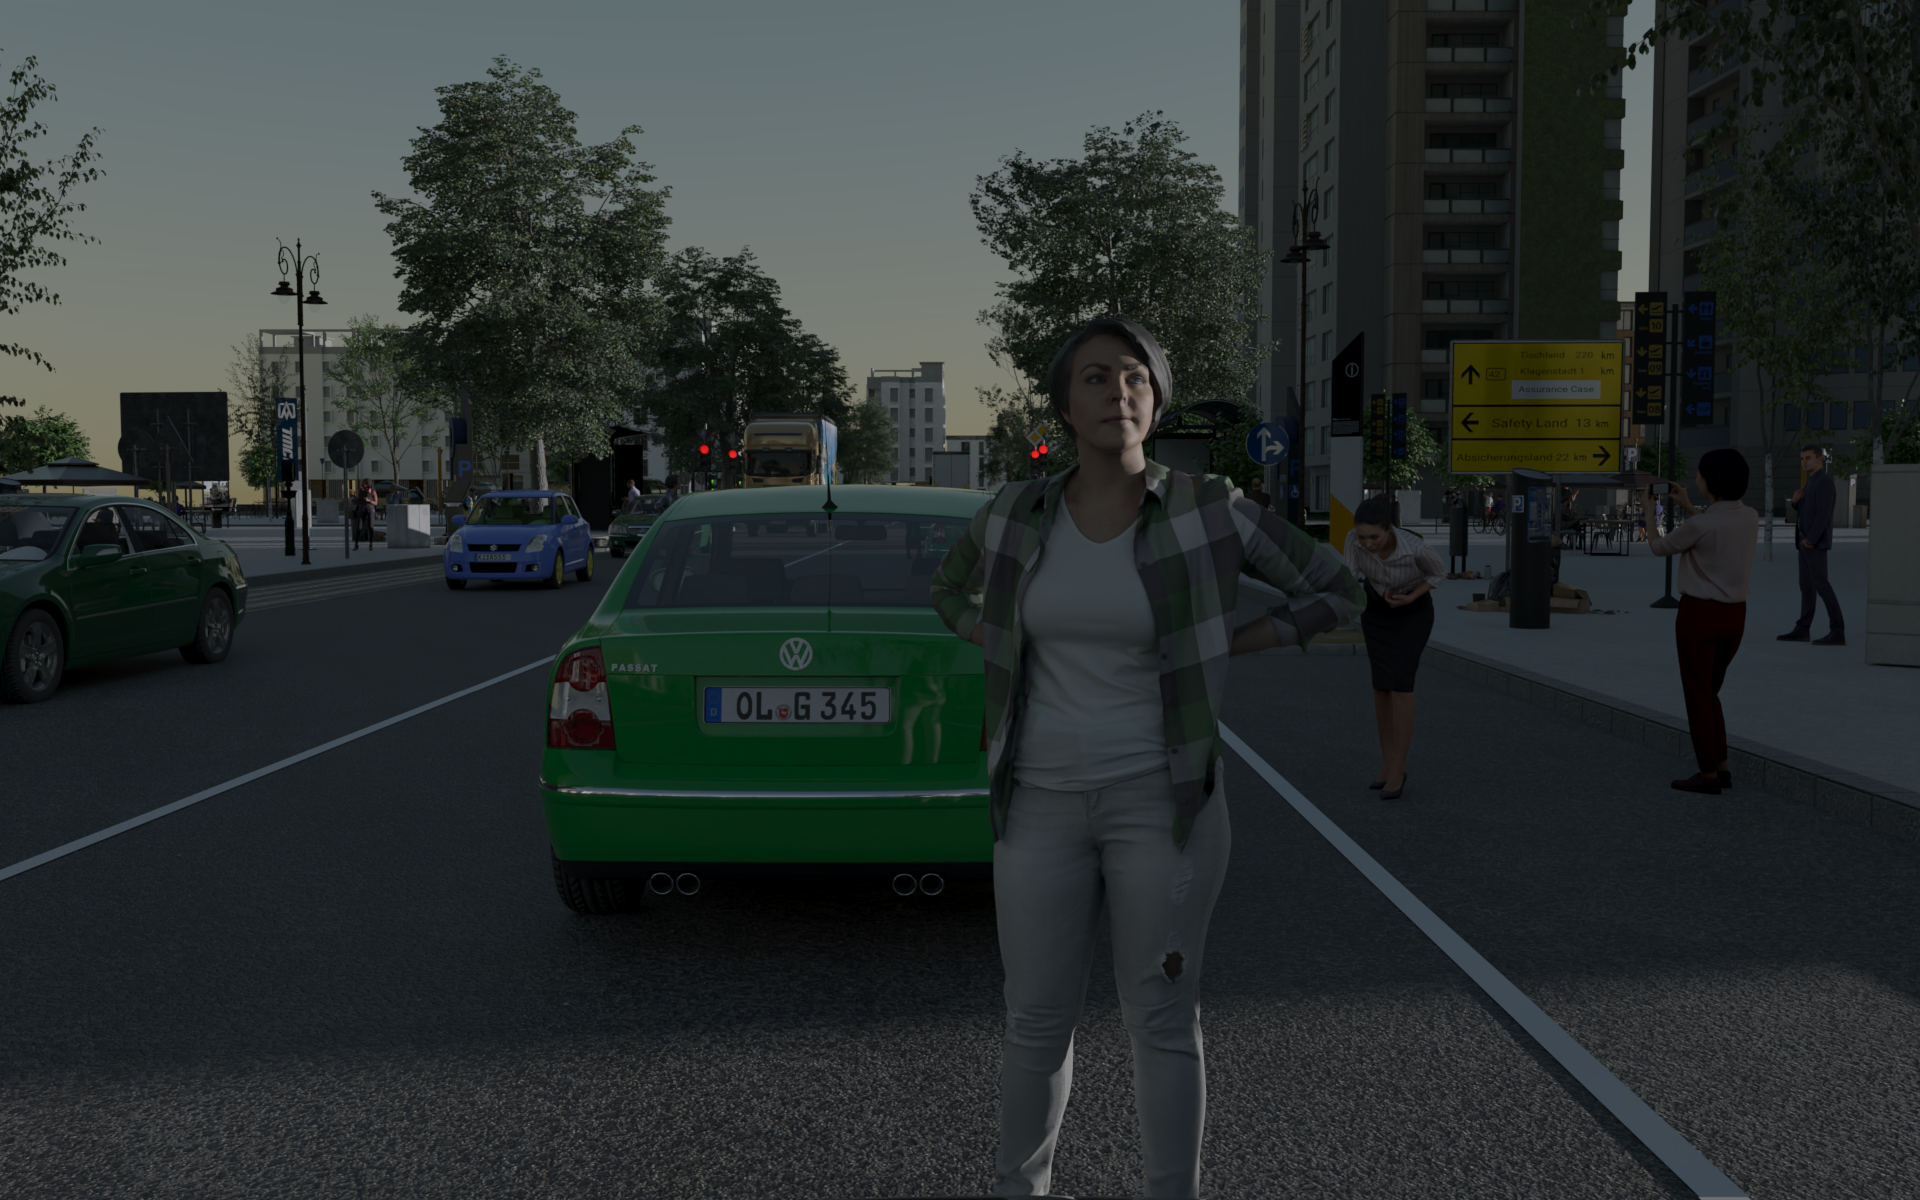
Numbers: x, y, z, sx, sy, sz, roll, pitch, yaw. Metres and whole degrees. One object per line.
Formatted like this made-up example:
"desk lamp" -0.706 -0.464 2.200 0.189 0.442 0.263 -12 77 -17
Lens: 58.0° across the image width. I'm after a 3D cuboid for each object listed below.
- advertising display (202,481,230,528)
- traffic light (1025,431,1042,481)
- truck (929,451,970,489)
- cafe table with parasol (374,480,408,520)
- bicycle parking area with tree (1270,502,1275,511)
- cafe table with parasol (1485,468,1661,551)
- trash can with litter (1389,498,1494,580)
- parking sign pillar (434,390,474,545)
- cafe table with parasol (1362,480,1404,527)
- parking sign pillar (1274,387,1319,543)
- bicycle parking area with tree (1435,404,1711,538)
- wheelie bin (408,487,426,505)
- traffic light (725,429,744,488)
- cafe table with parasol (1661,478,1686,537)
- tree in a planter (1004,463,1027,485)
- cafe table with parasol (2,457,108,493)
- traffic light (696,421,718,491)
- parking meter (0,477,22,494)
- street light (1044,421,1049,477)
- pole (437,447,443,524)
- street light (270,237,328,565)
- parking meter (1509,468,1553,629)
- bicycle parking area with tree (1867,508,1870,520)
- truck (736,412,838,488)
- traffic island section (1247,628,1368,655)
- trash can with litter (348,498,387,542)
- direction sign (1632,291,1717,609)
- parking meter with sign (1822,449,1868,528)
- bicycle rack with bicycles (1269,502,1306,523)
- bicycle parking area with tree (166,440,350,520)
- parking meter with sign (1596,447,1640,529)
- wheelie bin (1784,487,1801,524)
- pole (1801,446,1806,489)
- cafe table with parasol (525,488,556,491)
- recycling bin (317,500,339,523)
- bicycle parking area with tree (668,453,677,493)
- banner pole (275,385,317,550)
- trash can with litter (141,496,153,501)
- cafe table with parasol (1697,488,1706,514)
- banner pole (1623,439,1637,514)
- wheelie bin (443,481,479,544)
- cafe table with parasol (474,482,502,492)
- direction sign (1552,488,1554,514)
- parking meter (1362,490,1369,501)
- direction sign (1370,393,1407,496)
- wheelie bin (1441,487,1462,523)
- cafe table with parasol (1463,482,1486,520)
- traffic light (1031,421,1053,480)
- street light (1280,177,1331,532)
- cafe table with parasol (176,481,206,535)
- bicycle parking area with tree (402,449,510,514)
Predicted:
"advertising display" -27.761 -3.633 64.617 0.123 1.923 0.974 3 5 45
"traffic light" 3.190 -5.216 74.208 0.839 4.253 0.868 0 4 0
"truck" -0.677 -7.948 118.860 2.839 4.237 11.283 0 4 -1
"cafe table with parasol" -28.062 -4.890 84.812 2.610 1.966 2.610 3 5 43
"bicycle parking area with tree" 15.776 -8.138 120.061 8.231 4.147 9.016 -3 5 -44
"cafe table with parasol" 14.155 -2.153 40.074 2.610 1.966 2.610 -2 4 -26
"trash can with litter" 7.670 -0.958 26.721 1.678 1.210 2.233 0 4 -3
"parking sign pillar" -12.677 -3.402 44.095 1.447 3.967 1.447 -1 4 -22
"cafe table with parasol" 14.758 -3.464 61.500 2.610 1.966 2.610 -1 4 -18
"parking sign pillar" 8.175 -3.331 42.933 1.447 3.967 1.447 0 4 -3
"bicycle parking area with tree" 19.665 -4.100 54.045 8.231 4.147 9.016 0 4 -3
"wheelie bin" -24.003 -4.199 76.556 0.693 1.594 0.980 -1 4 -10
"traffic light" -9.671 -5.219 74.249 0.839 4.253 0.868 0 4 0
"cafe table with parasol" 18.066 -2.548 46.531 2.610 1.966 2.610 2 4 28
"tree in a planter" 3.337 -6.218 98.891 1.991 3.239 1.994 0 4 0
"cafe table with parasol" -16.267 -1.647 31.798 2.610 1.966 2.610 0 4 -6
"traffic light" -9.706 -4.730 66.264 0.839 4.253 0.868 0 4 0
"parking meter" -14.487 -1.099 26.381 0.372 1.533 0.369 0 3 0
"street light" 5.410 -8.365 109.555 0.468 5.910 1.993 0 4 0
"pole" -22.526 -4.965 75.021 0.158 3.312 0.155 0 3 0
"street light" -11.934 -3.587 31.428 0.468 5.910 1.993 0 4 0
"parking meter" 5.467 -0.500 16.582 0.372 1.533 0.369 0 3 0
"bicycle parking area with tree" 49.957 -5.991 84.950 9.016 4.147 8.231 -1 4 -15
"truck" -5.988 -4.455 61.751 2.839 4.237 11.283 0 3 0
"traffic island section" 2.972 0.393 16.442 1.991 0.108 1.994 0 4 0
"trash can with litter" -15.938 -2.162 46.744 1.055 1.170 0.624 0 4 5
"direction sign" 7.994 -1.679 19.452 0.876 3.537 0.379 0 4 5
"parking meter with sign" 33.549 -4.246 65.683 0.543 3.016 1.738 -2 4 -27
"bicycle rack with bicycles" 14.254 -3.866 76.584 2.852 0.926 2.925 3 5 40
"bicycle parking area with tree" -37.140 -6.207 88.485 8.231 4.147 9.016 -3 5 -44
"parking meter with sign" 24.353 -4.155 64.201 1.738 3.016 0.543 -2 4 -28
"wheelie bin" 36.336 -4.125 75.360 0.693 1.594 0.980 -2 4 -35
"pole" 35.638 -4.853 73.185 0.158 3.312 0.155 0 3 0
"cafe table with parasol" -30.510 -7.369 125.348 2.610 1.966 2.610 -2 4 -26
"recycling bin" -28.363 -3.985 77.716 0.722 1.027 0.722 0 4 5
"bicycle parking area with tree" -23.628 -8.488 125.776 8.231 4.147 9.016 0 4 -4
"banner pole" -15.236 -3.039 39.708 0.863 3.779 0.401 -2 4 -28
"trash can with litter" -34.677 -3.899 74.808 2.233 1.210 1.678 -3 4 -36
"cafe table with parasol" 48.978 -6.903 117.726 2.610 1.966 2.610 -1 4 -13
"banner pole" 30.248 -5.391 78.160 0.863 3.779 0.401 -1 4 -13
"wheelie bin" -12.177 -2.106 42.341 0.980 1.594 0.693 2 4 29
"cafe table with parasol" -26.804 -5.681 97.753 2.610 1.966 2.610 -1 4 -19
"direction sign" 22.059 -4.427 64.373 0.379 3.537 0.876 1 4 19
"parking meter" 18.276 -4.444 78.378 0.399 1.863 0.255 -3 5 -40
"direction sign" 9.635 -2.875 39.008 0.876 3.537 0.379 3 5 42
"wheelie bin" 21.208 -4.080 74.623 0.980 1.594 0.693 -3 5 -42
"cafe table with parasol" 25.715 -4.833 83.886 2.610 1.966 2.610 3 5 40
"traffic light" 3.155 -4.728 66.223 0.839 4.253 0.868 0 4 0
"street light" 5.081 -3.233 25.653 0.468 5.910 1.993 0 4 0
"cafe table with parasol" -24.336 -2.974 53.483 2.610 1.966 2.610 2 4 30
"bicycle parking area with tree" -31.556 -7.692 112.762 8.231 4.147 9.016 -3 4 -38
